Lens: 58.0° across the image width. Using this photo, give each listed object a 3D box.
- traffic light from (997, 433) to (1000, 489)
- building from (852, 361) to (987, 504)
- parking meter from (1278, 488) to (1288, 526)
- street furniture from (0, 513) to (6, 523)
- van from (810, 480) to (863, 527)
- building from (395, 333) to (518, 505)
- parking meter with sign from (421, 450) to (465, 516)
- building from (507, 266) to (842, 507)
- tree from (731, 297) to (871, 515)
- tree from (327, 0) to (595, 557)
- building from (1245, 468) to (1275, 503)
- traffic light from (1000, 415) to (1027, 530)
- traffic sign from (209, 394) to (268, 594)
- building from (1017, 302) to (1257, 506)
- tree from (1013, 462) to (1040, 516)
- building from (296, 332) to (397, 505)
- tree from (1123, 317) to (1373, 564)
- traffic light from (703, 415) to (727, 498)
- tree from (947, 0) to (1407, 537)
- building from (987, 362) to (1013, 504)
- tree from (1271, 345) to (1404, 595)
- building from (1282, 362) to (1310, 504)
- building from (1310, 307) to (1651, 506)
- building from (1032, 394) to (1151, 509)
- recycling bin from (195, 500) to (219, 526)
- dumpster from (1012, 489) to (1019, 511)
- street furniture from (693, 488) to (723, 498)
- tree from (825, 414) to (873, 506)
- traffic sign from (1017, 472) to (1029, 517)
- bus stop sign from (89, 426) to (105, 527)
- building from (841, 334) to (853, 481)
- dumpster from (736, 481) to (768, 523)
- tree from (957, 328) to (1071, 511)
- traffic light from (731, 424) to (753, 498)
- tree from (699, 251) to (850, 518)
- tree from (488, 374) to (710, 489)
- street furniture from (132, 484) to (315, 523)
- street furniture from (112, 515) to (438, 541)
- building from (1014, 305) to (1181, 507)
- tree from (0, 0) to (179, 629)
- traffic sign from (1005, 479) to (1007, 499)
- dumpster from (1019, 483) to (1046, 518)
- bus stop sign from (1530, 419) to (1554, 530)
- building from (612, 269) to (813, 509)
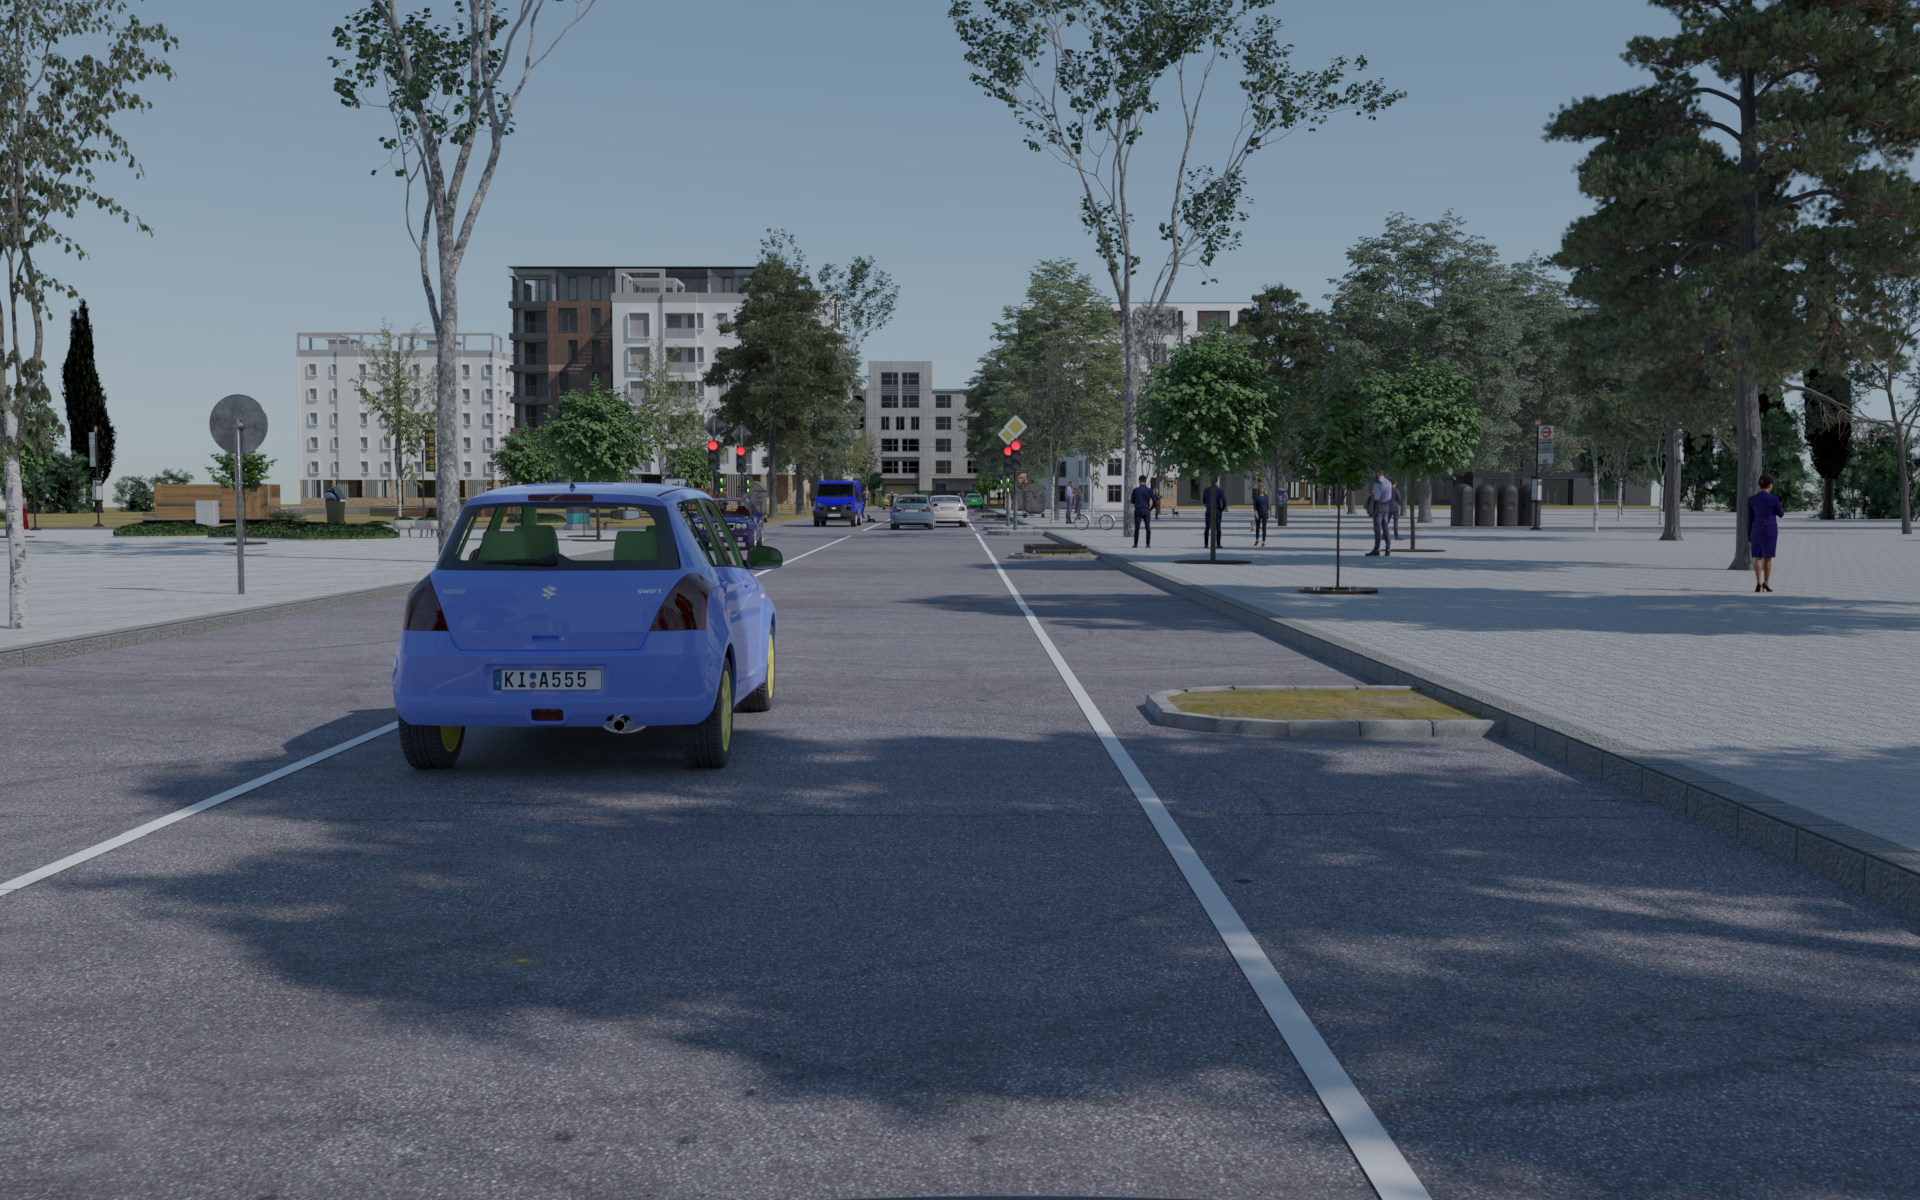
[{"bbox_3d":[1.892,-4.876,68.971,0.839,4.213,0.868,0,4,0],"label":"traffic light"},{"bbox_3d":[-12.211,-22.761,238.598,31.486,18.905,16.747,0,4,0],"label":"building"},{"bbox_3d":[12.879,-3.715,69.145,0.372,1.533,0.369,0,3,0],"label":"parking meter"},{"bbox_3d":[-44.607,-3.579,74.148,5.734,0.657,10.072,0,4,-4],"label":"street furniture"},{"bbox_3d":[-5.424,-4.452,77.169,2.240,2.365,5.245,0,4,0],"label":"van"},{"bbox_3d":[-59.634,-21.593,209.464,11.380,20.091,16.016,0,4,0],"label":"building"},{"bbox_3d":[-20.337,-4.413,68.412,1.738,3.016,0.543,-1,4,-17],"label":"parking meter with sign"},{"bbox_3d":[-26.613,-20.050,171.784,27.936,21.610,32.646,0,4,0],"label":"building"},{"bbox_3d":[-9.869,-12.249,106.926,9.857,13.997,8.962,0,3,0],"label":"tree"},{"bbox_3d":[-8.333,-10.821,32.814,12.611,20.169,13.585,0,3,0],"label":"tree"},{"bbox_3d":[29.127,-17.987,236.234,28.070,9.664,9.099,0,4,0],"label":"building"},{"bbox_3d":[1.934,-4.388,60.986,0.839,4.213,0.868,0,4,0],"label":"traffic light"},{"bbox_3d":[-9.198,-1.345,22.091,0.768,2.556,0.104,0,4,4],"label":"traffic sign"},{"bbox_3d":[20.511,-21.828,200.866,27.936,21.610,32.646,0,4,0],"label":"building"},{"bbox_3d":[3.981,-6.572,102.051,1.663,3.219,1.824,0,3,0],"label":"tree"},{"bbox_3d":[-71.393,-21.549,208.753,11.380,20.091,16.016,0,4,0],"label":"building"},{"bbox_3d":[4.639,-2.965,32.186,4.285,4.588,4.351,0,3,0],"label":"tree"},{"bbox_3d":[-8.627,-4.384,60.915,0.839,4.213,0.868,0,4,0],"label":"traffic light"},{"bbox_3d":[6.234,-11.883,50.168,12.611,20.169,13.585,0,3,0],"label":"tree"},{"bbox_3d":[9.220,-23.400,239.007,11.380,20.091,16.016,0,4,0],"label":"building"},{"bbox_3d":[5.045,-1.709,22.538,1.663,3.219,1.824,0,3,0],"label":"tree"},{"bbox_3d":[48.899,-23.370,238.518,11.380,20.091,16.016,0,4,0],"label":"building"},{"bbox_3d":[60.383,-21.991,203.521,32.646,21.610,27.936,0,4,0],"label":"building"},{"bbox_3d":[11.493,-13.257,158.891,9.099,9.664,28.070,0,4,0],"label":"building"},{"bbox_3d":[-29.605,-3.398,68.107,0.722,1.027,0.722,-1,4,-10],"label":"recycling bin"},{"bbox_3d":[3.904,-6.209,107.270,1.264,1.857,1.865,0,3,0],"label":"dumpster"},{"bbox_3d":[-21.426,-7.661,132.114,11.010,1.723,9.812,0,4,-8],"label":"street furniture"},{"bbox_3d":[-9.994,-11.457,137.690,4.360,8.622,3.978,0,3,0],"label":"tree"},{"bbox_3d":[3.596,-6.015,98.457,0.768,2.556,0.104,0,4,3],"label":"traffic sign"},{"bbox_3d":[-34.090,-4.865,68.248,0.855,3.939,0.416,3,5,42],"label":"bus stop sign"},{"bbox_3d":[-20.488,-20.637,193.835,16.016,20.091,11.380,0,4,0],"label":"building"},{"bbox_3d":[-9.147,-4.308,76.186,1.264,1.857,1.865,0,4,0],"label":"dumpster"},{"bbox_3d":[4.404,-13.904,133.985,9.857,13.997,8.962,0,3,0],"label":"tree"},{"bbox_3d":[-8.669,-4.872,68.900,0.839,4.213,0.868,0,4,0],"label":"traffic light"},{"bbox_3d":[-9.713,-11.242,91.223,7.806,13.903,7.818,0,3,0],"label":"tree"},{"bbox_3d":[-9.948,-3.886,47.248,4.285,4.588,4.351,0,3,0],"label":"tree"},{"bbox_3d":[-32.144,-4.394,78.703,9.812,1.723,11.010,-1,4,-15],"label":"street furniture"},{"bbox_3d":[-19.906,-2.181,51.285,10.072,0.657,5.734,2,4,31],"label":"street furniture"},{"bbox_3d":[14.003,-19.715,178.755,16.016,20.091,11.380,0,4,0],"label":"building"},{"bbox_3d":[-9.104,-4.018,16.062,4.360,8.622,3.978,0,3,0],"label":"tree"},{"bbox_3d":[3.748,-8.656,141.523,0.884,2.594,0.081,1,4,9],"label":"traffic sign"},{"bbox_3d":[3.973,-5.299,92.396,1.264,1.857,1.865,0,4,0],"label":"dumpster"},{"bbox_3d":[20.759,-4.468,61.755,0.416,3.939,0.855,-3,4,-36],"label":"bus stop sign"},{"bbox_3d":[-20.923,-17.949,149.888,16.016,20.091,11.380,0,4,0],"label":"building"}]
